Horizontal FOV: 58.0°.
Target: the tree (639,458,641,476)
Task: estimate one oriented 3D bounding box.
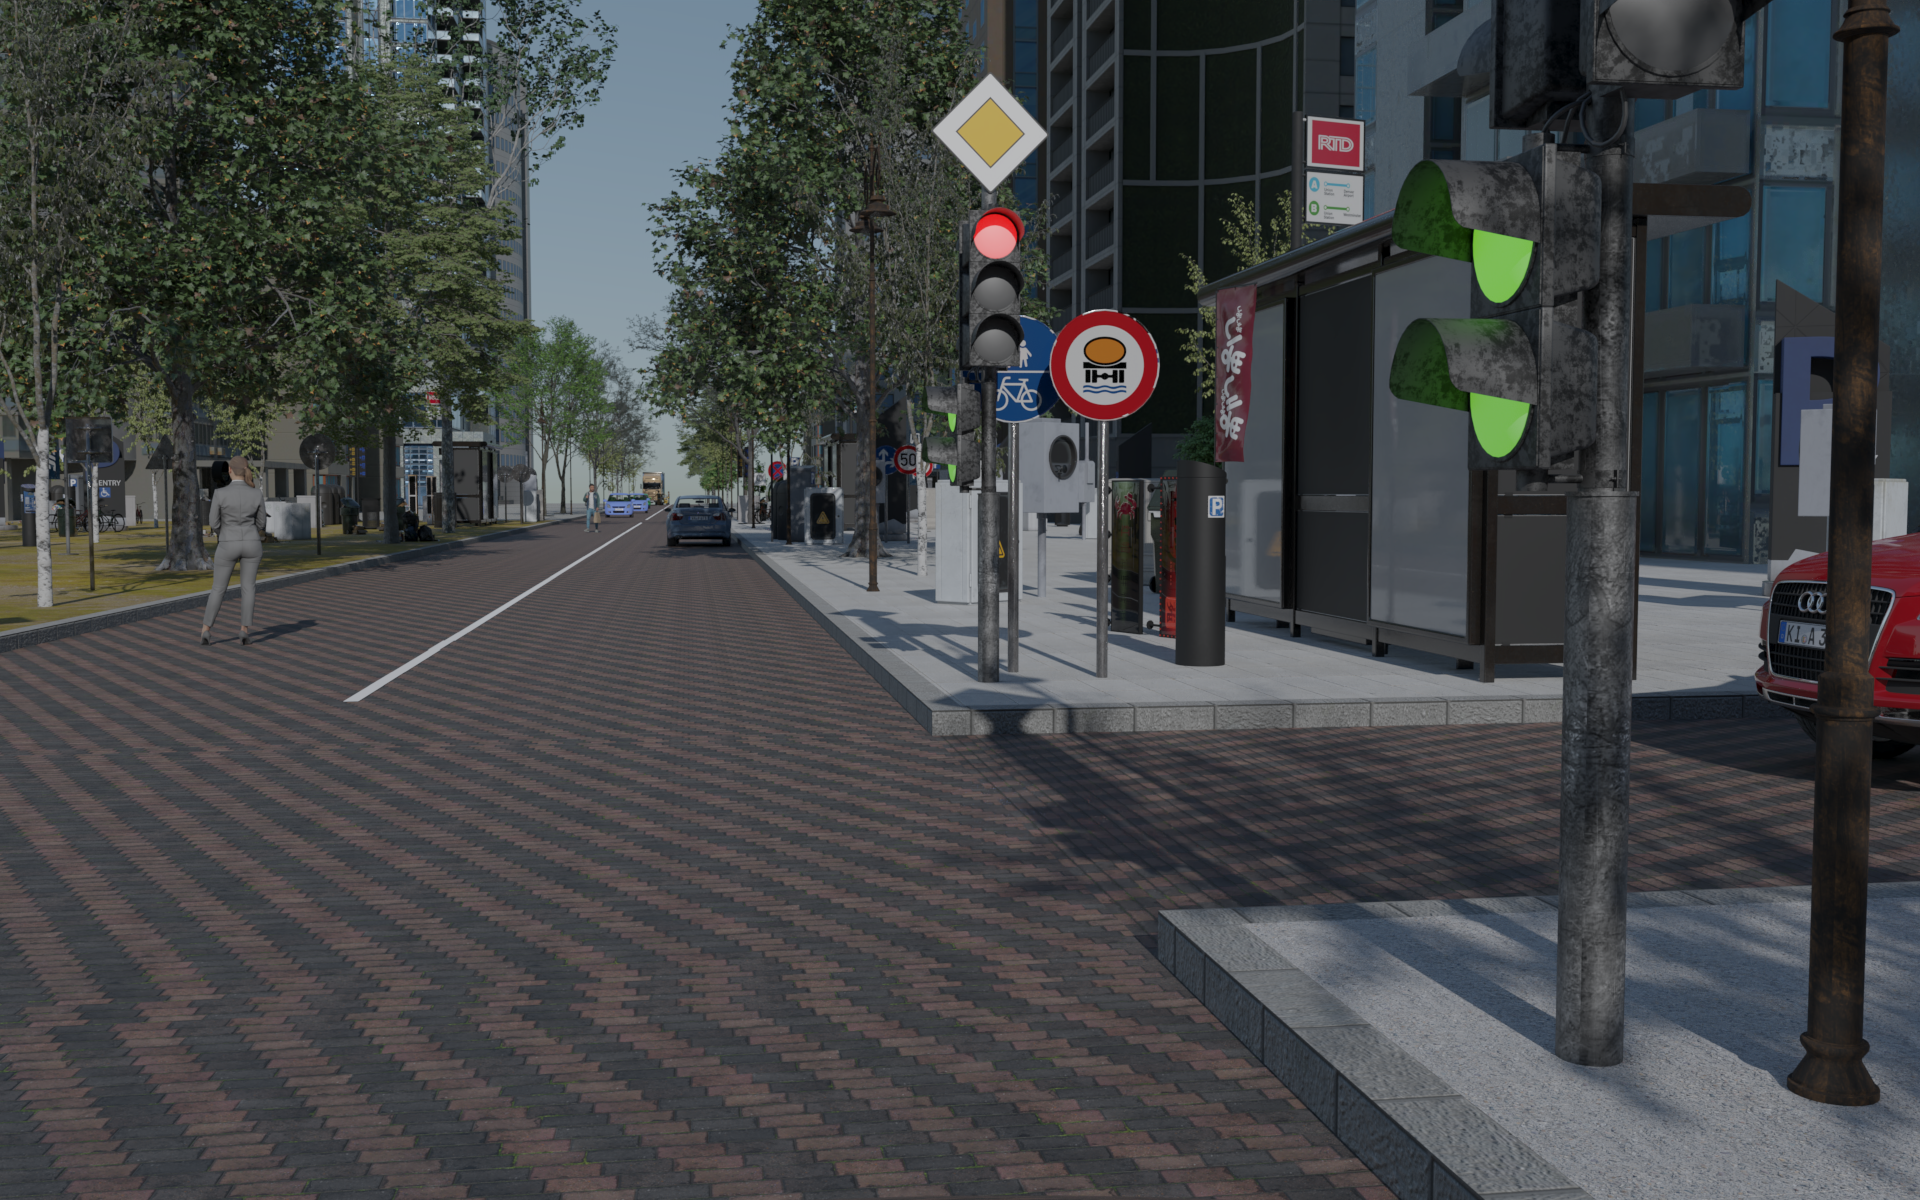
[{"bbox_3d":[-36.633,-14.043,179.959,4.737,8.622,4.395,0,3,0],"label":"tree"}]

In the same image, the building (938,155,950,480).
[{"bbox_3d":[5.230,-21.254,119.212,14.160,30.474,14.107,-1,4,-9],"label":"building"}]

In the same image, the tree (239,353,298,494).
[{"bbox_3d":[-29.831,-7.508,73.118,4.737,8.622,4.395,0,3,0],"label":"tree"}]

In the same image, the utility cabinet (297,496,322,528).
[{"bbox_3d":[-24.851,-3.364,66.157,1.020,1.237,0.306,2,4,29],"label":"utility cabinet"}]

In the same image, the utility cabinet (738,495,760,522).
[{"bbox_3d":[-9.718,-4.194,79.736,1.020,1.237,0.306,2,4,29],"label":"utility cabinet"}]

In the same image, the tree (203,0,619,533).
[{"bbox_3d":[-18.285,-12.298,56.962,12.611,20.169,13.585,0,3,0],"label":"tree"}]

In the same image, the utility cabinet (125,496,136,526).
[{"bbox_3d":[-33.975,-3.609,70.167,0.306,1.237,1.020,3,5,44],"label":"utility cabinet"}]

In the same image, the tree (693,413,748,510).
[{"bbox_3d":[-16.882,-10.666,124.750,4.737,8.622,4.395,0,3,0],"label":"tree"}]

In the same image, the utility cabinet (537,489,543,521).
[{"bbox_3d":[-20.398,-4.553,83.127,0.318,1.500,1.173,-3,4,-36],"label":"utility cabinet"}]

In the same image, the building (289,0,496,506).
[{"bbox_3d":[-62.758,-53.690,190.498,22.319,86.520,31.000,-1,4,-9],"label":"building"}]

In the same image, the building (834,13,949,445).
[{"bbox_3d":[-4.219,-40.462,203.556,21.231,58.520,28.212,-1,4,-9],"label":"building"}]

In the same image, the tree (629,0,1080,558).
[{"bbox_3d":[-2.036,-7.218,35.026,9.611,12.733,9.660,0,3,0],"label":"tree"}]

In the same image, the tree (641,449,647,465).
[{"bbox_3d":[-45.309,-17.672,239.305,4.737,8.622,4.395,0,3,0],"label":"tree"}]

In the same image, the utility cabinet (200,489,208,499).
[{"bbox_3d":[-33.353,-4.084,75.459,1.173,1.500,0.318,1,4,12],"label":"utility cabinet"}]

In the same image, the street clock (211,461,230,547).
[{"bbox_3d":[-16.052,-2.024,37.658,0.358,2.002,0.471,0,4,-1],"label":"street clock"}]

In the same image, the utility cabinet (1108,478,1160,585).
[{"bbox_3d":[2.618,-0.954,24.279,1.173,1.500,0.318,2,4,28],"label":"utility cabinet"}]

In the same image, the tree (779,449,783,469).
[{"bbox_3d":[-5.465,-6.429,55.475,4.360,8.622,3.978,0,3,0],"label":"tree"}]

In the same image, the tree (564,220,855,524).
[{"bbox_3d":[-9.030,-9.983,73.593,12.009,13.543,11.850,0,3,0],"label":"tree"}]

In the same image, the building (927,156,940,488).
[{"bbox_3d":[10.622,-27.378,139.508,32.217,40.220,23.993,-1,4,-9],"label":"building"}]

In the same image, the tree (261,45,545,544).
[{"bbox_3d":[-14.391,-7.718,44.316,7.486,12.596,7.792,0,3,0],"label":"tree"}]

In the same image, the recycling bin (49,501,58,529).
[{"bbox_3d":[-34.000,-3.163,64.272,0.722,1.027,0.722,1,4,16],"label":"recycling bin"}]

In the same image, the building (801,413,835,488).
[{"bbox_3d":[-6.665,-23.786,233.946,27.650,21.520,28.899,-1,4,-9],"label":"building"}]

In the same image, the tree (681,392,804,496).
[{"bbox_3d":[-13.584,-10.817,111.268,8.767,10.594,7.601,1,4,20],"label":"tree"}]

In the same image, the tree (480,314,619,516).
[{"bbox_3d":[-23.827,-10.620,99.394,9.928,11.665,9.643,0,3,0],"label":"tree"}]

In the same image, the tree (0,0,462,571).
[{"bbox_3d":[-13.206,-6.861,29.184,9.611,12.733,9.660,0,3,0],"label":"tree"}]

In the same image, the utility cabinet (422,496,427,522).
[{"bbox_3d":[-24.681,-4.250,80.657,0.306,1.237,1.020,0,4,8],"label":"utility cabinet"}]

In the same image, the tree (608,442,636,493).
[{"bbox_3d":[-42.688,-16.341,217.538,4.360,8.622,3.978,0,3,0],"label":"tree"}]

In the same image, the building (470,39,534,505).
[{"bbox_3d":[-66.662,-41.508,220.662,21.231,58.520,28.212,-1,4,-9],"label":"building"}]

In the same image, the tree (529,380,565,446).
[{"bbox_3d":[-28.833,-13.847,136.764,12.009,13.543,11.850,0,3,0],"label":"tree"}]

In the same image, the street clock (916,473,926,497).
[{"bbox_3d":[-1.197,-2.991,53.470,0.358,2.002,0.471,-1,4,-13],"label":"street clock"}]

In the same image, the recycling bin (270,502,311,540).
[{"bbox_3d":[-18.815,-2.218,48.821,0.722,1.027,0.722,2,4,24],"label":"recycling bin"}]

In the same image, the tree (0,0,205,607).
[{"bbox_3d":[-10.666,-4.232,19.562,4.360,8.622,3.978,0,3,0],"label":"tree"}]

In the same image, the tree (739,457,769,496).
[{"bbox_3d":[-10.292,-5.763,88.823,1.663,3.219,1.824,0,3,0],"label":"tree"}]

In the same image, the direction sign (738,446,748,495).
[{"bbox_3d":[-10.319,-5.544,82.641,0.379,3.537,0.876,2,4,29],"label":"direction sign"}]

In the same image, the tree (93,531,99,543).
[{"bbox_3d":[-23.075,-5.835,45.765,4.737,8.622,4.395,0,3,0],"label":"tree"}]

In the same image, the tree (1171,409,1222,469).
[{"bbox_3d":[9.373,-4.842,62.883,4.285,4.588,4.351,0,3,0],"label":"tree"}]

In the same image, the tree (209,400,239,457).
[{"bbox_3d":[-30.743,-7.063,65.848,4.737,8.622,4.395,0,3,0],"label":"tree"}]

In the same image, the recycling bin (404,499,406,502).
[{"bbox_3d":[-26.581,-4.220,81.545,0.722,1.027,0.722,1,4,20],"label":"recycling bin"}]

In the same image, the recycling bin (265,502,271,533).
[{"bbox_3d":[-22.599,-2.739,57.344,0.722,1.027,0.722,0,4,-8],"label":"recycling bin"}]

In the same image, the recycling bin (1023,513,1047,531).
[{"bbox_3d":[2.569,-2.906,60.073,0.722,1.027,0.722,-1,4,-21],"label":"recycling bin"}]

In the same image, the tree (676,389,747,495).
[{"bbox_3d":[-24.402,-15.486,171.317,7.486,12.596,7.792,0,3,0],"label":"tree"}]

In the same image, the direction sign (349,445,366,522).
[{"bbox_3d":[-27.884,-5.395,80.209,0.876,3.537,0.379,1,4,17],"label":"direction sign"}]

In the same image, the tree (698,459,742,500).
[{"bbox_3d":[-19.644,-9.786,143.710,4.285,4.588,4.351,0,3,0],"label":"tree"}]

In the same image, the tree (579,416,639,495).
[{"bbox_3d":[-32.139,-12.462,154.112,4.737,8.622,4.395,0,3,0],"label":"tree"}]

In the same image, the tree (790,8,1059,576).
[{"bbox_3d":[-0.567,-4.670,26.724,4.360,8.622,3.978,0,3,0],"label":"tree"}]

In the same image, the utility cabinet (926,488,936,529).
[{"bbox_3d":[-0.785,-3.329,63.104,1.173,1.500,0.318,-1,4,-15],"label":"utility cabinet"}]

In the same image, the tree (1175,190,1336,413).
[{"bbox_3d":[7.388,-5.559,41.251,4.737,8.622,4.395,0,3,0],"label":"tree"}]
